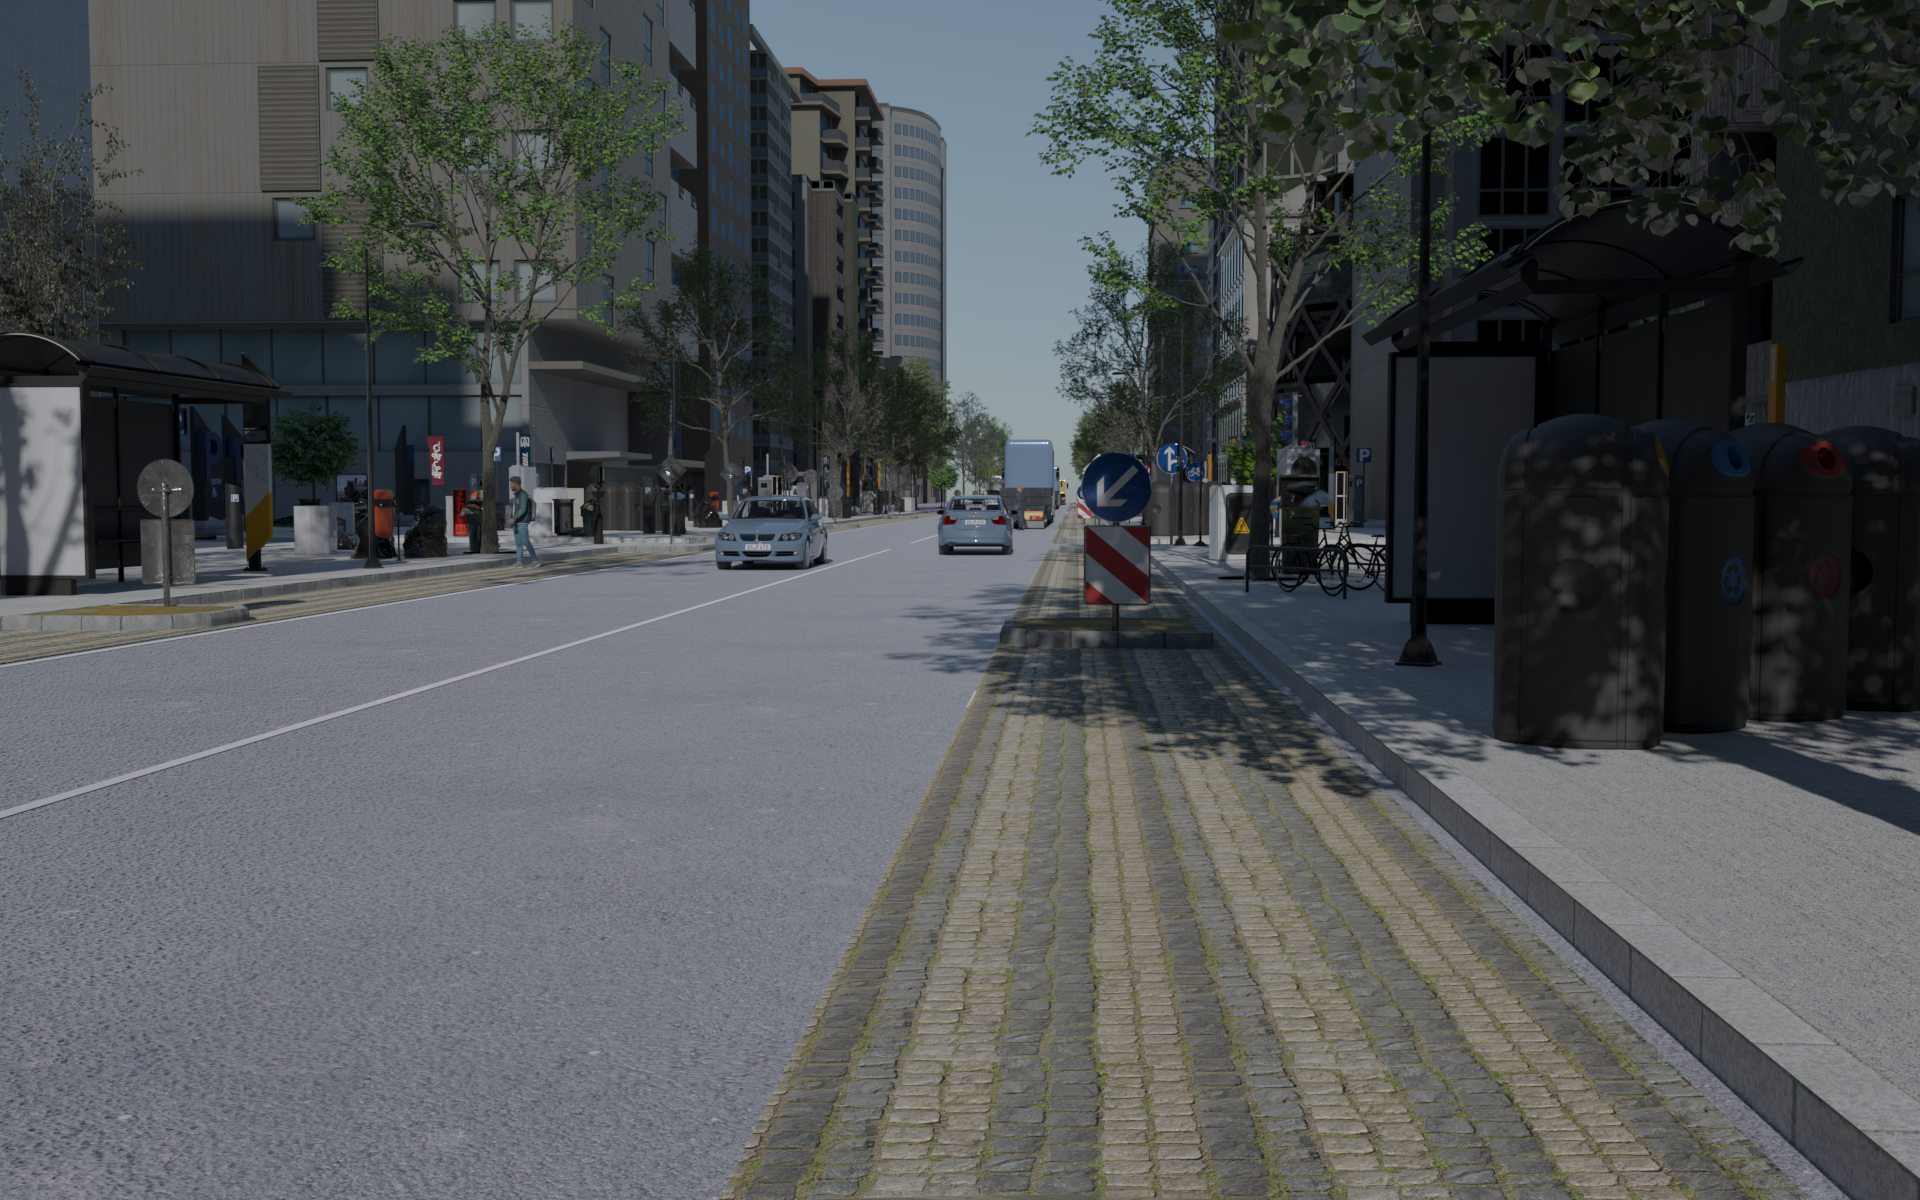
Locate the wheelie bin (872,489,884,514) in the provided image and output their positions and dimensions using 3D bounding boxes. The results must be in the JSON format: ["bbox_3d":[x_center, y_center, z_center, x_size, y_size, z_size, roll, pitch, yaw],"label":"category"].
[{"bbox_3d":[-5.185,-6.218,109.567,0.693,1.594,0.980,-1,4,-18],"label":"wheelie bin"}]

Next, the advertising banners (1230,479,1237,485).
[{"bbox_3d":[14.172,-5.483,85.831,2.074,3.025,0.090,3,5,44],"label":"advertising banners"}]

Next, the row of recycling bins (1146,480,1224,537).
[{"bbox_3d":[7.064,-2.843,53.592,1.069,1.692,3.534,3,5,44],"label":"row of recycling bins"}]

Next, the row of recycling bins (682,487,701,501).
[{"bbox_3d":[-17.273,-5.896,103.513,3.534,1.692,1.069,0,4,-5],"label":"row of recycling bins"}]

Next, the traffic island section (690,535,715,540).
[{"bbox_3d":[-6.804,-1.808,51.844,2.009,0.180,2.903,0,4,4],"label":"traffic island section"}]

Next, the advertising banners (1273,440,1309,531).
[{"bbox_3d":[10.418,-3.666,56.123,2.074,3.025,0.090,-2,4,-24],"label":"advertising banners"}]

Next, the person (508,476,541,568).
[{"bbox_3d":[-8.477,-1.503,33.414,0.721,1.781,0.623,-3,5,-40],"label":"person"}]

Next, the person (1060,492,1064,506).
[{"bbox_3d":[11.974,-12.062,206.240,0.721,1.766,1.217,3,5,39],"label":"person"}]

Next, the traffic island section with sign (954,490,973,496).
[{"bbox_3d":[-0.165,-8.727,151.309,1.989,1.847,2.006,0,4,4],"label":"traffic island section with sign"}]

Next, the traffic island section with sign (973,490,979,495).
[{"bbox_3d":[1.649,-10.395,178.579,1.989,1.847,2.006,0,4,4],"label":"traffic island section with sign"}]

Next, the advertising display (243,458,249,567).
[{"bbox_3d":[-12.530,-1.549,30.544,0.123,1.923,0.974,-2,4,-26],"label":"advertising display"}]

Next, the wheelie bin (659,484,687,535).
[{"bbox_3d":[-9.052,-2.860,54.664,0.980,1.594,0.693,2,4,34],"label":"wheelie bin"}]

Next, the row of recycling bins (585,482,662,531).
[{"bbox_3d":[-11.819,-3.282,60.774,3.534,1.692,1.069,2,4,35],"label":"row of recycling bins"}]

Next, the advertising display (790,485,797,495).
[{"bbox_3d":[-11.992,-7.375,125.796,0.123,1.923,0.974,3,4,36],"label":"advertising display"}]

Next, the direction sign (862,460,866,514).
[{"bbox_3d":[-6.362,-7.484,114.368,0.379,3.537,0.876,-1,4,-17],"label":"direction sign"}]

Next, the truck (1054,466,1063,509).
[{"bbox_3d":[7.788,-10.406,159.900,2.967,4.110,18.799,0,4,5],"label":"truck"}]

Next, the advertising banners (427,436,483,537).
[{"bbox_3d":[-14.957,-3.409,51.921,2.074,3.025,0.090,0,4,6],"label":"advertising banners"}]

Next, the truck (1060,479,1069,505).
[{"bbox_3d":[12.573,-14.160,227.442,3.469,3.379,9.791,0,4,3],"label":"truck"}]

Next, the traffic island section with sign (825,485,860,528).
[{"bbox_3d":[-5.329,-3.998,73.998,1.989,1.847,2.006,0,4,4],"label":"traffic island section with sign"}]

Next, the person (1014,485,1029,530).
[{"bbox_3d":[2.450,-3.631,68.291,0.534,1.772,0.576,2,4,30],"label":"person"}]

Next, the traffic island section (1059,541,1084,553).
[{"bbox_3d":[3.481,-1.277,43.152,2.009,0.180,2.903,0,4,4],"label":"traffic island section"}]

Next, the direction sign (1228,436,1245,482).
[{"bbox_3d":[10.851,-4.620,67.526,0.876,3.537,0.379,3,4,39],"label":"direction sign"}]

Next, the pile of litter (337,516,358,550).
[{"bbox_3d":[-14.319,-1.617,40.399,1.176,0.858,1.719,-2,4,-29],"label":"pile of litter"}]

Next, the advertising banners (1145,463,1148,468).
[{"bbox_3d":[10.869,-6.149,96.715,2.074,3.025,0.090,-3,5,-39],"label":"advertising banners"}]

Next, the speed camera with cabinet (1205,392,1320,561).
[{"bbox_3d":[5.862,-2.385,33.333,2.038,3.252,0.660,-1,4,-12],"label":"speed camera with cabinet"}]

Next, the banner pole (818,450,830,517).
[{"bbox_3d":[-7.973,-6.782,100.906,0.863,3.779,0.401,0,4,3],"label":"banner pole"}]

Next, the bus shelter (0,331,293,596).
[{"bbox_3d":[-11.568,-1.860,24.339,2.014,3.302,5.546,0,4,4],"label":"bus shelter"}]

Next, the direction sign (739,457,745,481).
[{"bbox_3d":[-13.361,-6.988,106.252,0.379,3.537,0.876,1,4,17],"label":"direction sign"}]

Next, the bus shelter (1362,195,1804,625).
[{"bbox_3d":[4.830,-1.259,14.501,2.014,3.302,5.546,0,4,4],"label":"bus shelter"}]

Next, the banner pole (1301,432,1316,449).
[{"bbox_3d":[13.886,-4.866,69.583,0.863,3.779,0.401,1,4,16],"label":"banner pole"}]

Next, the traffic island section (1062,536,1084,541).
[{"bbox_3d":[4.013,-1.764,51.119,2.009,0.180,2.903,0,4,4],"label":"traffic island section"}]

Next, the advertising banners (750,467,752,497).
[{"bbox_3d":[-13.623,-7.065,111.692,0.090,3.025,2.074,0,4,6],"label":"advertising banners"}]

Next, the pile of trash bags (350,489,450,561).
[{"bbox_3d":[-11.282,-1.524,34.671,1.912,1.369,3.447,-1,4,-10],"label":"pile of trash bags"}]

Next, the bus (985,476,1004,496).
[{"bbox_3d":[4.010,-10.506,166.630,2.948,3.499,13.247,0,4,3],"label":"bus"}]

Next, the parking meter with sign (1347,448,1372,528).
[{"bbox_3d":[15.240,-4.294,66.474,0.543,3.016,1.738,0,4,-4],"label":"parking meter with sign"}]

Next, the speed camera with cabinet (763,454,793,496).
[{"bbox_3d":[-8.932,-5.546,85.019,0.660,3.252,2.038,-3,4,-36],"label":"speed camera with cabinet"}]

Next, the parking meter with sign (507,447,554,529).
[{"bbox_3d":[-15.939,-4.151,64.135,1.738,3.016,0.543,0,4,-7],"label":"parking meter with sign"}]

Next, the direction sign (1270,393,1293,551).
[{"bbox_3d":[7.028,-2.872,38.947,0.876,3.537,0.379,0,4,7],"label":"direction sign"}]

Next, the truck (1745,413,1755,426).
[{"bbox_3d":[21.235,-3.463,45.528,11.283,4.237,2.839,0,4,6],"label":"truck"}]

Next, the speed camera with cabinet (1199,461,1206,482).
[{"bbox_3d":[15.517,-6.781,105.209,2.038,3.252,0.660,0,4,-8],"label":"speed camera with cabinet"}]

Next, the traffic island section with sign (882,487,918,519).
[{"bbox_3d":[-3.503,-5.665,101.255,1.989,1.847,2.006,0,4,4],"label":"traffic island section with sign"}]

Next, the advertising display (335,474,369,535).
[{"bbox_3d":[-19.186,-3.025,54.673,0.974,1.923,0.123,-2,4,-27],"label":"advertising display"}]

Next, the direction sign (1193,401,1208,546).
[{"bbox_3d":[5.921,-3.093,42.561,0.379,3.537,0.876,0,4,0],"label":"direction sign"}]

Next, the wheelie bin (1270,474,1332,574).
[{"bbox_3d":[5.491,-1.222,27.885,0.980,1.594,0.693,0,4,7],"label":"wheelie bin"}]

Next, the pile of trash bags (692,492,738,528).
[{"bbox_3d":[-9.413,-3.502,67.010,1.912,1.369,3.447,-1,4,-14],"label":"pile of trash bags"}]

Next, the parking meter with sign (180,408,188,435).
[{"bbox_3d":[-16.305,-2.341,34.530,0.543,3.016,1.738,2,4,28],"label":"parking meter with sign"}]

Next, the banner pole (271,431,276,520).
[{"bbox_3d":[-27.530,-4.833,69.029,0.401,3.779,0.863,2,4,27],"label":"banner pole"}]

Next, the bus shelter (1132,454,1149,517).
[{"bbox_3d":[10.120,-6.714,101.061,1.731,3.624,6.357,0,4,4],"label":"bus shelter"}]

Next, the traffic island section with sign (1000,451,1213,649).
[{"bbox_3d":[1.402,-0.506,16.902,1.989,1.847,2.006,0,4,4],"label":"traffic island section with sign"}]

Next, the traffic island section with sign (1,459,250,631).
[{"bbox_3d":[-8.995,-0.635,19.004,1.989,1.847,2.006,0,4,4],"label":"traffic island section with sign"}]

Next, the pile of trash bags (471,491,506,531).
[{"bbox_3d":[-16.677,-3.063,59.829,1.912,1.369,3.447,-1,4,-17],"label":"pile of trash bags"}]

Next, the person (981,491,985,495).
[{"bbox_3d":[2.659,-11.097,190.392,0.568,1.767,0.683,2,4,31],"label":"person"}]

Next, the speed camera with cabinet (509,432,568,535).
[{"bbox_3d":[-13.501,-3.738,55.454,2.038,3.252,0.660,2,4,31],"label":"speed camera with cabinet"}]

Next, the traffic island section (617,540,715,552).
[{"bbox_3d":[-7.336,-1.321,43.876,2.009,0.180,2.903,0,4,4],"label":"traffic island section"}]

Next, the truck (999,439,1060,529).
[{"bbox_3d":[2.941,-5.491,79.538,2.967,4.110,18.799,0,4,4],"label":"truck"}]

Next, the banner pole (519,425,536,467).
[{"bbox_3d":[-15.743,-4.482,63.294,0.863,3.779,0.401,1,4,21],"label":"banner pole"}]

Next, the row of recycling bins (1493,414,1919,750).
[{"bbox_3d":[4.306,-0.165,9.805,3.534,1.692,1.069,-2,4,-34],"label":"row of recycling bins"}]

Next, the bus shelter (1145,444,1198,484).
[{"bbox_3d":[8.865,-4.835,72.977,2.014,3.302,5.546,0,4,4],"label":"bus shelter"}]
